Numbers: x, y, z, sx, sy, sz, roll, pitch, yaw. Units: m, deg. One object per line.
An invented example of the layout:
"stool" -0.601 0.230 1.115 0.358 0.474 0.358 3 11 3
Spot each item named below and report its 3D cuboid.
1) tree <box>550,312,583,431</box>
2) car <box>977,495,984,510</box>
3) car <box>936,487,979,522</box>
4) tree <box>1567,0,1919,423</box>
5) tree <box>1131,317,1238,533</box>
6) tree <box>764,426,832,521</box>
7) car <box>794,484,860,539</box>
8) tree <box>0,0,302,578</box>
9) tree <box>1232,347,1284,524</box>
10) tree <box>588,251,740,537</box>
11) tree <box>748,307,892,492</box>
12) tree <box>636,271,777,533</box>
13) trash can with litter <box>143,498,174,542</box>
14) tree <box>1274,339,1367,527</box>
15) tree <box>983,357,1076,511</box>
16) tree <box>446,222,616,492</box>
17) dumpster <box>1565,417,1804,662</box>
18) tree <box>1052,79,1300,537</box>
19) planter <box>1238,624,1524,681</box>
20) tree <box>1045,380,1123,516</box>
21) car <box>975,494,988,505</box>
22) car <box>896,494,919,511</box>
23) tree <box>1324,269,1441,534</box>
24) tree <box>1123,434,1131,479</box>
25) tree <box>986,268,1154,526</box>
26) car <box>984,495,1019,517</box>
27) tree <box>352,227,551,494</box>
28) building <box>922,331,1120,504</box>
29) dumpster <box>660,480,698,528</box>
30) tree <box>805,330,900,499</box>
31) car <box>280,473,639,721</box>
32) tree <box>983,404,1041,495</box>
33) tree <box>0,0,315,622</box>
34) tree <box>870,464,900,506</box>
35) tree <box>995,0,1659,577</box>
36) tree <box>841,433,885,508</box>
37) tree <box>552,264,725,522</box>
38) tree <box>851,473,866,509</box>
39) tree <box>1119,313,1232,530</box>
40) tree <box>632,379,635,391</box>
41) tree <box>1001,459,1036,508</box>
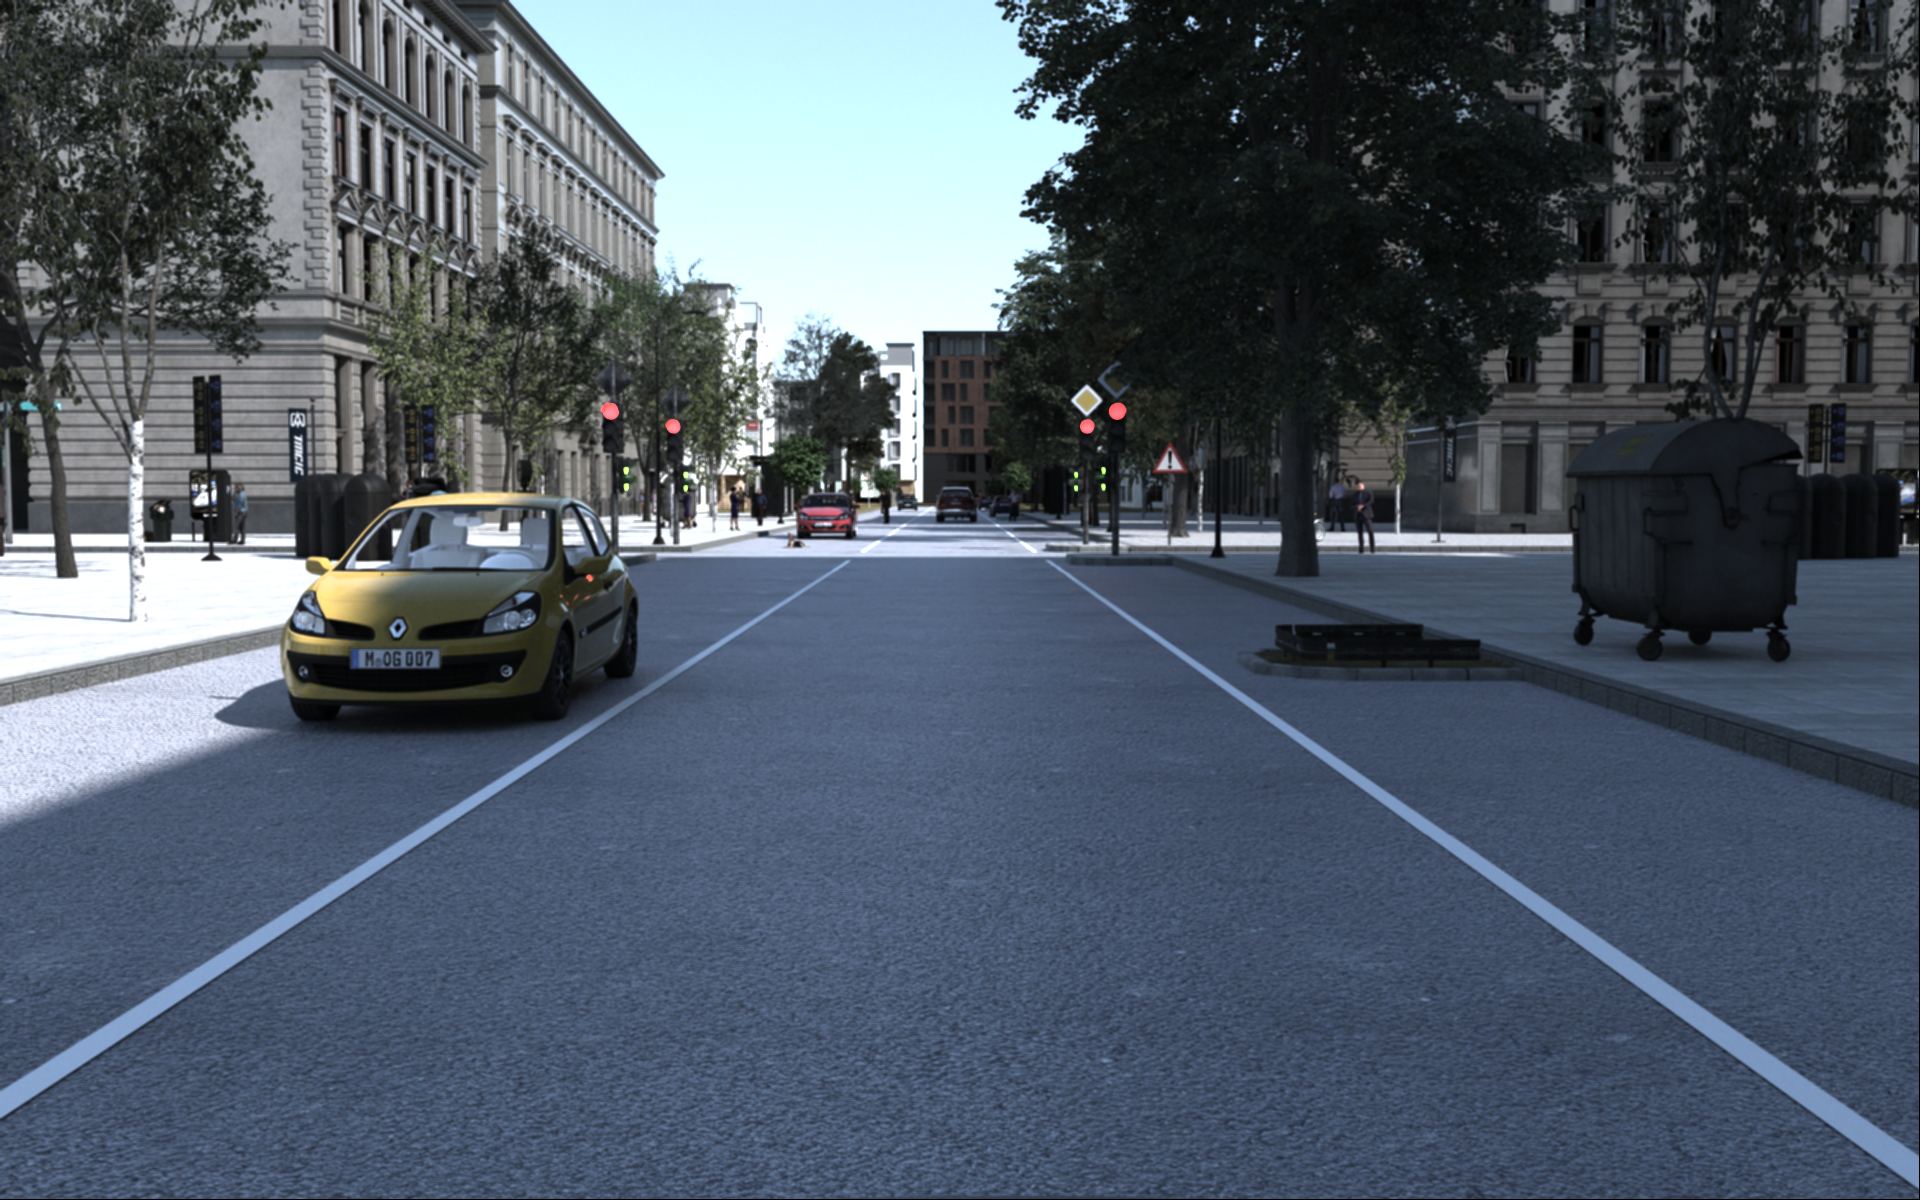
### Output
"tree" -16.398 -7.123 66.815 4.737 8.622 4.395 0 3 0
"car" 2.482 -8.776 156.072 1.945 1.354 3.894 0 4 1
"car" -0.156 -4.970 89.939 2.281 1.827 5.304 0 4 2
"tree" 7.985 -4.098 17.373 4.360 8.622 3.978 0 3 0
"tree" 8.025 -6.569 57.762 4.360 8.622 3.978 0 3 0
"tree" -7.834 -6.140 84.100 4.285 4.588 4.351 0 3 0
"car" -4.338 -2.918 56.752 2.155 1.783 4.494 0 4 -1
"tree" -13.962 -5.626 26.404 7.601 10.594 8.767 2 4 30
"tree" 12.546 -7.518 73.279 4.737 8.622 4.395 0 3 0
"tree" -8.816 -6.191 51.584 4.360 8.622 3.978 0 3 0
"tree" -8.947 -12.477 114.367 12.009 13.543 11.850 0 3 0
"tree" -8.072 -6.523 57.010 4.737 8.622 4.395 0 3 0
"trash can with litter" -21.442 -2.118 46.012 1.055 1.170 0.624 1 4 14
"tree" 13.899 -7.139 67.078 4.360 8.622 3.978 0 3 0
"tree" 5.598 -12.440 129.150 9.928 11.665 9.643 0 3 0
"tree" -15.328 -7.628 59.130 7.601 10.594 8.767 0 4 2
"dumpster" 5.802 -0.501 13.943 1.264 1.857 1.865 0 4 0
"tree" 6.720 -8.786 51.074 7.806 13.903 7.818 0 3 0
"planter" 3.345 0.420 14.268 1.991 0.319 1.994 0 4 0
"tree" 6.284 -9.164 100.199 4.360 8.622 3.978 0 3 0
"car" 2.457 -11.002 188.923 2.155 1.783 4.494 0 4 -1
"car" -4.546 -8.612 150.588 2.009 1.686 4.222 0 4 -2
"tree" 13.955 -6.458 55.952 4.737 8.622 4.395 0 3 0
"tree" 10.037 -9.595 107.246 4.360 8.622 3.978 0 3 0
"tree" 5.431 -8.248 69.275 8.767 10.594 7.601 0 4 -5
"car" 2.769 -5.916 109.304 1.945 1.354 3.894 0 4 -2
"tree" -14.872 -5.998 48.426 4.737 8.622 4.395 0 3 0
"building" 11.549 -23.434 227.123 32.646 21.610 27.936 0 4 0
"dumpster" -10.701 -3.671 65.781 1.264 1.857 1.865 0 4 0
"tree" -8.428 -13.874 134.266 7.806 13.903 7.818 0 3 0
"car" -3.381 -0.120 12.189 2.015 1.641 3.980 0 4 -1
"tree" 5.920 -16.744 195.827 6.751 12.117 7.091 0 3 0
"tree" -8.487 -4.094 17.293 4.360 8.622 3.978 0 3 0
"tree" -8.299 -12.640 190.375 4.285 4.588 4.351 0 3 0
"tree" 5.380 -7.338 26.636 9.857 13.997 8.962 0 3 0
"tree" -8.672 -12.862 160.648 4.737 8.622 4.395 0 3 0
"tree" -14.592 -9.419 79.764 9.928 11.665 9.643 0 3 0
"tree" -9.214 -9.741 153.863 1.663 3.219 1.824 0 3 0
"tree" 7.388 -6.871 62.704 4.737 8.622 4.395 0 3 0
"tree" -11.777 -7.476 72.587 4.737 8.622 4.395 0 3 0
"tree" 5.789 -11.515 171.978 4.285 4.588 4.351 0 3 0
